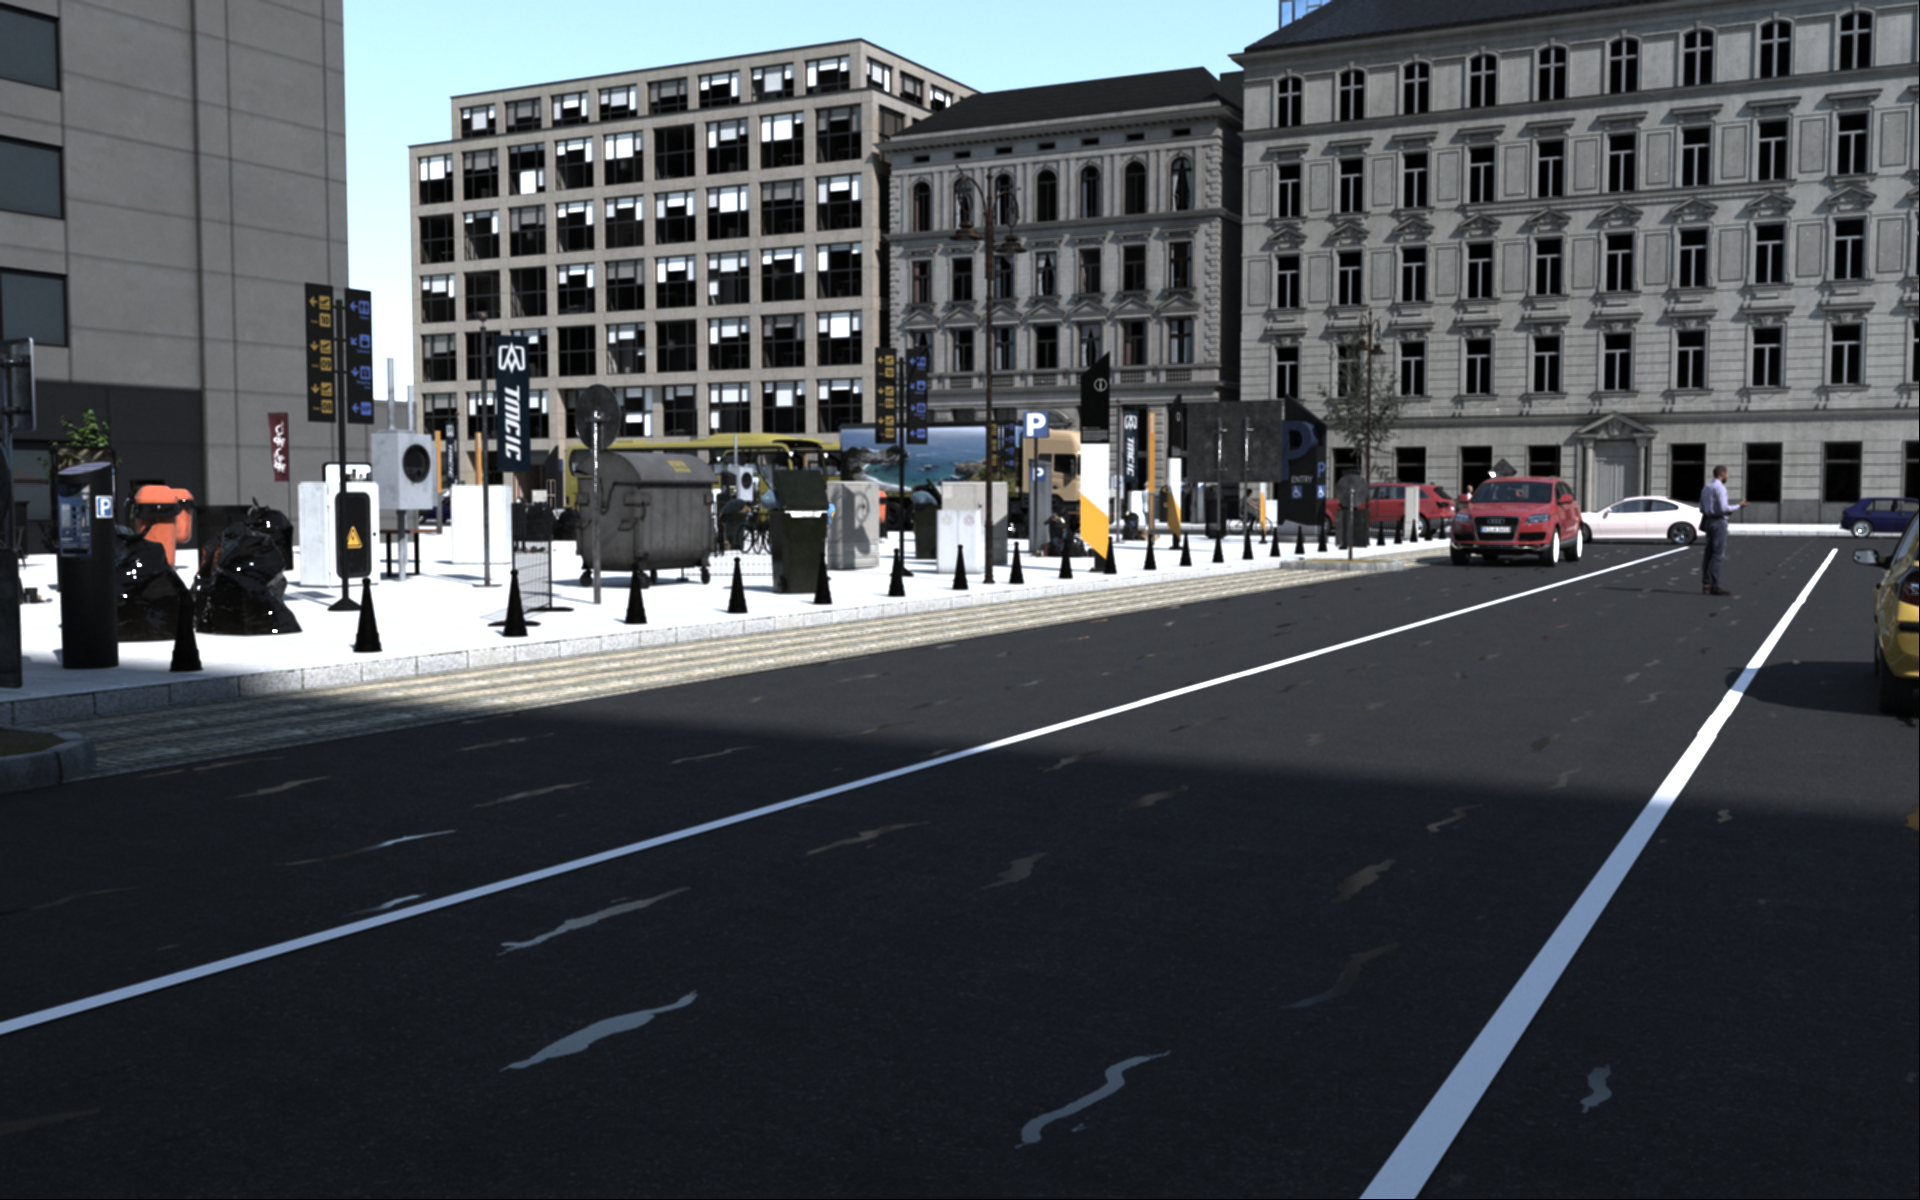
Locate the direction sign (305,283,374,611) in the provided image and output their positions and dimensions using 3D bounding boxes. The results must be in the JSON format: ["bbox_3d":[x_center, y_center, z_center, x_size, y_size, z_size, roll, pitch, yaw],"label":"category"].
[{"bbox_3d":[-6.784,-1.653,19.022,0.379,3.537,0.876,2,4,29],"label":"direction sign"}]

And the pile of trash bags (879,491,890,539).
[{"bbox_3d":[-2.916,-2.504,50.692,1.912,1.369,3.447,-2,4,-26],"label":"pile of trash bags"}]

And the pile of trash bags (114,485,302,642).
[{"bbox_3d":[-7.596,-0.423,16.664,1.912,1.369,3.447,-2,4,-31],"label":"pile of trash bags"}]

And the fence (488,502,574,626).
[{"bbox_3d":[-4.415,-0.410,17.901,0.480,1.192,2.264,0,4,-4],"label":"fence"}]

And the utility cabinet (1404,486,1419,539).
[{"bbox_3d":[12.836,-2.481,49.248,0.318,1.500,1.173,1,4,20],"label":"utility cabinet"}]

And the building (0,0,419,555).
[{"bbox_3d":[-28.289,-36.791,39.781,20.611,71.187,20.563,2,4,28],"label":"building"}]

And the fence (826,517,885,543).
[{"bbox_3d":[-2.898,-1.885,46.192,2.069,0.683,0.278,2,4,35],"label":"fence"}]

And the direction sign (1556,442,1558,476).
[{"bbox_3d":[25.955,-5.100,75.384,0.379,3.537,0.876,1,4,19],"label":"direction sign"}]

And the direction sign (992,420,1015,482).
[{"bbox_3d":[1.255,-3.737,53.100,0.876,3.537,0.379,1,4,13],"label":"direction sign"}]

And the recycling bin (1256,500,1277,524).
[{"bbox_3d":[13.402,-3.858,75.627,0.722,1.027,0.722,-1,4,-13],"label":"recycling bin"}]

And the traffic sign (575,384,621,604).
[{"bbox_3d":[-4.231,-1.225,20.129,0.768,2.556,0.104,3,4,36],"label":"traffic sign"}]

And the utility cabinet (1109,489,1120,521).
[{"bbox_3d":[7.043,-4.468,81.728,1.173,1.500,0.318,-3,4,-37],"label":"utility cabinet"}]

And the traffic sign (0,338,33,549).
[{"bbox_3d":[-6.328,-0.575,11.539,0.606,2.300,0.079,3,4,36],"label":"traffic sign"}]

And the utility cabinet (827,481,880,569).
[{"bbox_3d":[-1.812,-1.283,29.660,0.318,1.500,1.173,2,4,31],"label":"utility cabinet"}]

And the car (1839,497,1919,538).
[{"bbox_3d":[30.655,-2.661,56.085,3.894,1.354,1.945,2,4,27],"label":"car"}]

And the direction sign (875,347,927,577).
[{"bbox_3d":[-0.910,-2.141,27.000,0.876,3.537,0.379,-2,4,-26],"label":"direction sign"}]

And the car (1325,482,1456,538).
[{"bbox_3d":[13.798,-2.993,57.607,5.304,1.827,2.281,2,4,27],"label":"car"}]

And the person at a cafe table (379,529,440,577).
[{"bbox_3d":[-9.288,-0.975,26.808,1.698,1.238,1.726,1,4,17],"label":"person at a cafe table"}]

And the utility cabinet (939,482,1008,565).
[{"bbox_3d":[0.259,-1.370,31.086,1.173,1.500,0.318,0,4,-3],"label":"utility cabinet"}]

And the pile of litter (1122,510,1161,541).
[{"bbox_3d":[5.028,-2.103,48.341,1.176,0.858,1.719,1,4,20],"label":"pile of litter"}]

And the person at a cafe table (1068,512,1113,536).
[{"bbox_3d":[3.872,-2.710,52.826,1.698,1.524,1.622,-2,4,-31],"label":"person at a cafe table"}]

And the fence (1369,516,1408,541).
[{"bbox_3d":[11.344,-1.966,47.513,2.069,0.683,0.278,-1,4,-21],"label":"fence"}]

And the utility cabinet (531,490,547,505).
[{"bbox_3d":[-22.864,-5.276,94.934,1.173,1.500,0.318,-2,4,-27],"label":"utility cabinet"}]

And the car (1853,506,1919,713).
[{"bbox_3d":[7.464,-0.127,12.294,2.015,1.641,3.980,2,4,27],"label":"car"}]

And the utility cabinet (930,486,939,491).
[{"bbox_3d":[-0.736,-2.343,46.985,0.318,1.500,1.173,1,4,14],"label":"utility cabinet"}]

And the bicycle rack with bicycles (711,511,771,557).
[{"bbox_3d":[-4.391,-1.406,36.374,2.852,0.926,2.925,-1,4,-21],"label":"bicycle rack with bicycles"}]

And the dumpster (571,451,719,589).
[{"bbox_3d":[-4.393,-1.128,24.204,1.264,1.857,1.865,2,4,28],"label":"dumpster"}]

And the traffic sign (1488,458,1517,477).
[{"bbox_3d":[15.118,-2.733,48.321,0.795,2.450,0.064,2,4,28],"label":"traffic sign"}]

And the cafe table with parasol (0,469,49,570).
[{"bbox_3d":[-16.690,-1.481,29.076,2.610,1.966,2.610,-3,4,-36],"label":"cafe table with parasol"}]

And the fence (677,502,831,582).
[{"bbox_3d":[-3.072,-0.891,25.767,2.264,1.192,0.480,-1,4,-8],"label":"fence"}]

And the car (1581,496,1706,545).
[{"bbox_3d":[19.559,-2.313,50.184,4.827,1.381,2.083,2,4,27],"label":"car"}]

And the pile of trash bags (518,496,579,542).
[{"bbox_3d":[-11.025,-2.341,48.024,1.912,1.369,3.447,3,5,43],"label":"pile of trash bags"}]

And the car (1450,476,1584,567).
[{"bbox_3d":[11.651,-1.675,36.055,2.281,1.827,5.304,2,4,28],"label":"car"}]

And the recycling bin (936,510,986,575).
[{"bbox_3d":[0.037,-0.944,27.983,0.722,1.027,0.722,1,4,12],"label":"recycling bin"}]

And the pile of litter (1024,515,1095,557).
[{"bbox_3d":[2.082,-1.321,35.561,1.719,0.858,1.176,3,4,39],"label":"pile of litter"}]

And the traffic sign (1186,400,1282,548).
[{"bbox_3d":[5.969,-2.695,37.935,2.265,3.308,0.079,2,4,34],"label":"traffic sign"}]

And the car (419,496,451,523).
[{"bbox_3d":[-25.362,-4.491,86.001,3.894,1.354,1.945,2,4,26],"label":"car"}]

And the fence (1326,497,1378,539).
[{"bbox_3d":[10.894,-2.348,49.598,2.264,1.192,0.480,0,4,0],"label":"fence"}]

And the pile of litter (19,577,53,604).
[{"bbox_3d":[-11.583,-0.379,20.155,1.719,0.858,1.176,-1,4,-11],"label":"pile of litter"}]

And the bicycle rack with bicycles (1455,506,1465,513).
[{"bbox_3d":[21.809,-3.944,77.870,2.925,0.926,2.852,2,4,34],"label":"bicycle rack with bicycles"}]

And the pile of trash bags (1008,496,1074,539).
[{"bbox_3d":[1.803,-2.494,50.529,1.912,1.369,3.447,-2,4,-32],"label":"pile of trash bags"}]
